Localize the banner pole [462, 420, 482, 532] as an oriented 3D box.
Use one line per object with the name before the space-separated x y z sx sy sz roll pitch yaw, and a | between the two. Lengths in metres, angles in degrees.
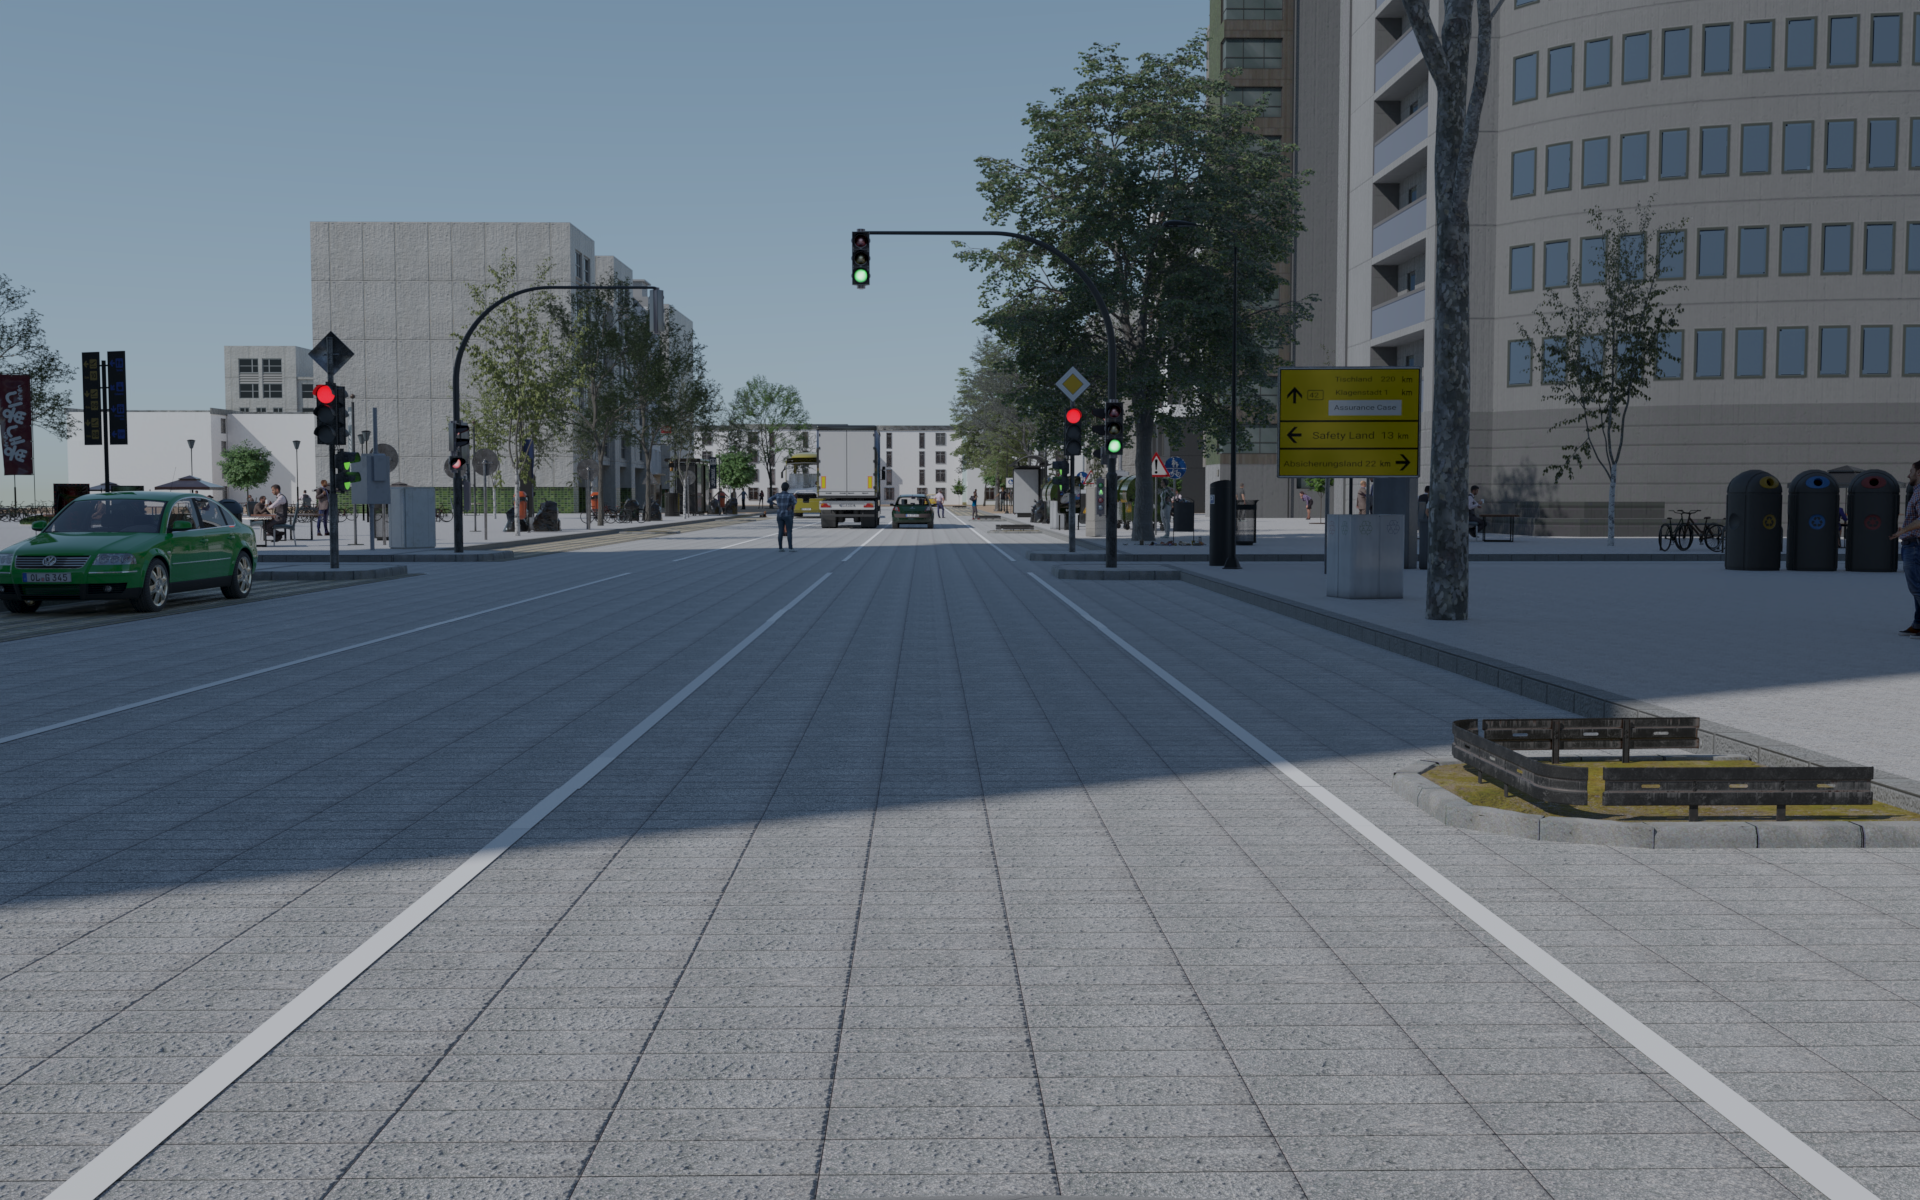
banner pole | -16.700 -4.210 58.853 0.401 3.779 0.863 3 5 42

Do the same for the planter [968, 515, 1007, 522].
planter | 1.426 -4.294 91.340 1.991 0.319 1.994 0 4 -1

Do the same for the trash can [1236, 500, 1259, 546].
trash can | 7.110 -1.937 43.326 0.748 1.137 0.748 0 3 0

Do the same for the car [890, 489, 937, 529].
car | -1.957 -3.839 72.561 2.009 1.686 4.222 0 4 0

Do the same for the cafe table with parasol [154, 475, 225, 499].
cafe table with parasol | -27.997 -3.557 63.016 2.610 1.966 2.610 -3 5 -41

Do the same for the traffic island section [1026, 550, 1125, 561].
traffic island section | 2.495 -0.976 38.235 2.009 0.180 2.903 0 4 -1

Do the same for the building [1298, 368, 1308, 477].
building | 35.554 -19.259 171.307 11.380 20.091 16.016 0 4 -1

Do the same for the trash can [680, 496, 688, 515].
trash can | -17.412 -5.914 108.350 0.748 1.137 0.748 0 3 0

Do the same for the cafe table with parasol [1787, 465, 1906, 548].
cafe table with parasol | 21.095 -2.225 41.246 2.610 1.966 2.610 1 4 20

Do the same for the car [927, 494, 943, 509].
car | -2.647 -9.684 168.555 2.015 1.641 3.980 0 4 -1

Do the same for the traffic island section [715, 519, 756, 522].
traffic island section | -11.735 -4.157 90.837 1.991 0.108 1.994 0 4 -1

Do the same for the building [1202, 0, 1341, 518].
building | 20.723 -19.982 98.406 14.160 30.474 14.107 0 4 -1

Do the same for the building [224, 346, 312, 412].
building | -71.964 -21.331 215.223 31.486 18.905 16.747 0 4 -1

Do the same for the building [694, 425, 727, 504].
building | -42.107 -16.493 211.802 28.070 9.664 9.099 0 4 -1

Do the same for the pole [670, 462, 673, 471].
pole | -17.634 -6.861 106.022 0.158 3.312 0.155 0 3 0

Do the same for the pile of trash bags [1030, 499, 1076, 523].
pile of trash bags | 4.825 -4.140 77.443 3.447 1.369 1.912 0 4 5

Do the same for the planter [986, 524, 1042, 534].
planter | 1.978 -2.610 63.820 1.991 0.319 1.994 0 4 -1

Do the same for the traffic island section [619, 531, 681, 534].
traffic island section | -11.169 -2.432 62.624 1.991 0.108 1.994 0 4 -1

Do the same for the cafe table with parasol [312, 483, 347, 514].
cafe table with parasol | -37.857 -6.064 104.012 2.610 1.966 2.610 2 4 32

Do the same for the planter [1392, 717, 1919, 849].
planter | 3.085 0.805 7.983 1.991 0.319 1.994 0 4 -1

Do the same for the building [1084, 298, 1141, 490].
building | 21.580 -18.161 163.384 16.747 18.905 31.486 0 4 -1

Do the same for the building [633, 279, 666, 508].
building | -34.233 -17.979 150.371 16.016 20.091 11.380 0 4 -1

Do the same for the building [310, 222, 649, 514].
building | -34.008 -16.028 128.522 16.747 18.905 31.486 0 4 -1

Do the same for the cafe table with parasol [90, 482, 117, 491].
cafe table with parasol | -46.694 -5.517 95.065 2.610 1.966 2.610 0 4 -4

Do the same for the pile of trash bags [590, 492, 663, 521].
pile of trash bags | -15.965 -4.473 82.893 3.447 1.369 1.912 0 4 -8

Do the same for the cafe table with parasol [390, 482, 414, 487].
cafe table with parasol | -31.180 -5.596 96.366 2.610 1.966 2.610 0 4 -7

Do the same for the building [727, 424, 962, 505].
building | -13.626 -16.504 211.979 28.070 9.664 9.099 0 4 -1

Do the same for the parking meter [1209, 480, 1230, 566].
parking meter | 4.647 -1.378 30.946 0.372 1.533 0.369 0 3 0

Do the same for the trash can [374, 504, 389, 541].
trash can | -15.898 -2.215 47.874 0.748 1.137 0.748 0 3 0

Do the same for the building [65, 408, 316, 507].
building | -72.757 -14.099 172.673 28.070 9.664 9.099 0 4 -1

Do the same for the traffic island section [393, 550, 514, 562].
traffic island section | -11.003 -0.960 37.972 2.009 0.180 2.903 0 4 -1

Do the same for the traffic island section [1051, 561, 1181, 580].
traffic island section | 2.654 -0.488 30.252 2.009 0.180 2.903 0 4 -1

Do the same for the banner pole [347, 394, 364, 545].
banner pole | -15.294 -3.276 43.585 0.401 3.779 0.863 -2 4 -30

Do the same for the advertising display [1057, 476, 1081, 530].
advertising display | 3.877 -3.445 61.536 0.974 1.923 0.123 -2 4 -34

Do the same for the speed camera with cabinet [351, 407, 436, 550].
speed camera with cabinet | -13.180 -2.812 40.308 0.660 3.252 2.038 2 4 29

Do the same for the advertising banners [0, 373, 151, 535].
advertising banners | -13.106 -1.799 25.606 2.074 3.025 0.090 -2 4 -34

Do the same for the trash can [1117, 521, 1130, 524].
trash can | 7.050 -3.851 74.620 0.748 1.137 0.748 0 3 0

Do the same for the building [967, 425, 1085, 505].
building | 14.697 -16.531 212.436 28.070 9.664 9.099 0 4 -1

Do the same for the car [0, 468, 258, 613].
car | -10.582 -0.820 22.204 1.959 1.807 4.718 0 4 -2

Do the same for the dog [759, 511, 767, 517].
dog | -12.153 -5.275 106.443 0.748 0.427 0.550 0 4 -7

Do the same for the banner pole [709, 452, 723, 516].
banner pole | -14.473 -6.888 102.639 0.863 3.779 0.401 -2 4 -29

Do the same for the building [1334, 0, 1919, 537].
building | 29.321 -31.668 59.778 28.212 58.520 21.231 0 4 -1

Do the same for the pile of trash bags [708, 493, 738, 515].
pile of trash bags | -14.899 -6.056 108.765 1.912 1.369 3.447 0 4 -8

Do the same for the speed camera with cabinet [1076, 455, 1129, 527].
speed camera with cabinet | 5.544 -4.469 67.408 2.038 3.252 0.660 1 4 10

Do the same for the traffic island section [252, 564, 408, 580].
traffic island section | -10.844 -0.471 29.989 2.009 0.180 2.903 0 4 -1

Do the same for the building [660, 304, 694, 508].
building | -42.910 -18.516 169.195 31.486 18.905 16.747 0 4 -1

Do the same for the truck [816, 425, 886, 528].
truck | -4.755 -5.322 75.935 2.839 4.237 11.283 0 4 -2

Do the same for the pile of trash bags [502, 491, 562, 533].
pile of trash bags | -14.637 -3.003 58.853 1.912 1.369 3.447 0 4 -4

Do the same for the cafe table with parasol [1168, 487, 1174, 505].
cafe table with parasol | 10.249 -5.278 91.158 2.610 1.966 2.610 -3 4 -36

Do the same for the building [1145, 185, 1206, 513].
building | 27.563 -17.580 131.406 27.936 21.610 32.646 0 4 -1

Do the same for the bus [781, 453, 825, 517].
bus | -9.245 -7.035 106.575 2.896 3.916 12.252 0 4 -3
